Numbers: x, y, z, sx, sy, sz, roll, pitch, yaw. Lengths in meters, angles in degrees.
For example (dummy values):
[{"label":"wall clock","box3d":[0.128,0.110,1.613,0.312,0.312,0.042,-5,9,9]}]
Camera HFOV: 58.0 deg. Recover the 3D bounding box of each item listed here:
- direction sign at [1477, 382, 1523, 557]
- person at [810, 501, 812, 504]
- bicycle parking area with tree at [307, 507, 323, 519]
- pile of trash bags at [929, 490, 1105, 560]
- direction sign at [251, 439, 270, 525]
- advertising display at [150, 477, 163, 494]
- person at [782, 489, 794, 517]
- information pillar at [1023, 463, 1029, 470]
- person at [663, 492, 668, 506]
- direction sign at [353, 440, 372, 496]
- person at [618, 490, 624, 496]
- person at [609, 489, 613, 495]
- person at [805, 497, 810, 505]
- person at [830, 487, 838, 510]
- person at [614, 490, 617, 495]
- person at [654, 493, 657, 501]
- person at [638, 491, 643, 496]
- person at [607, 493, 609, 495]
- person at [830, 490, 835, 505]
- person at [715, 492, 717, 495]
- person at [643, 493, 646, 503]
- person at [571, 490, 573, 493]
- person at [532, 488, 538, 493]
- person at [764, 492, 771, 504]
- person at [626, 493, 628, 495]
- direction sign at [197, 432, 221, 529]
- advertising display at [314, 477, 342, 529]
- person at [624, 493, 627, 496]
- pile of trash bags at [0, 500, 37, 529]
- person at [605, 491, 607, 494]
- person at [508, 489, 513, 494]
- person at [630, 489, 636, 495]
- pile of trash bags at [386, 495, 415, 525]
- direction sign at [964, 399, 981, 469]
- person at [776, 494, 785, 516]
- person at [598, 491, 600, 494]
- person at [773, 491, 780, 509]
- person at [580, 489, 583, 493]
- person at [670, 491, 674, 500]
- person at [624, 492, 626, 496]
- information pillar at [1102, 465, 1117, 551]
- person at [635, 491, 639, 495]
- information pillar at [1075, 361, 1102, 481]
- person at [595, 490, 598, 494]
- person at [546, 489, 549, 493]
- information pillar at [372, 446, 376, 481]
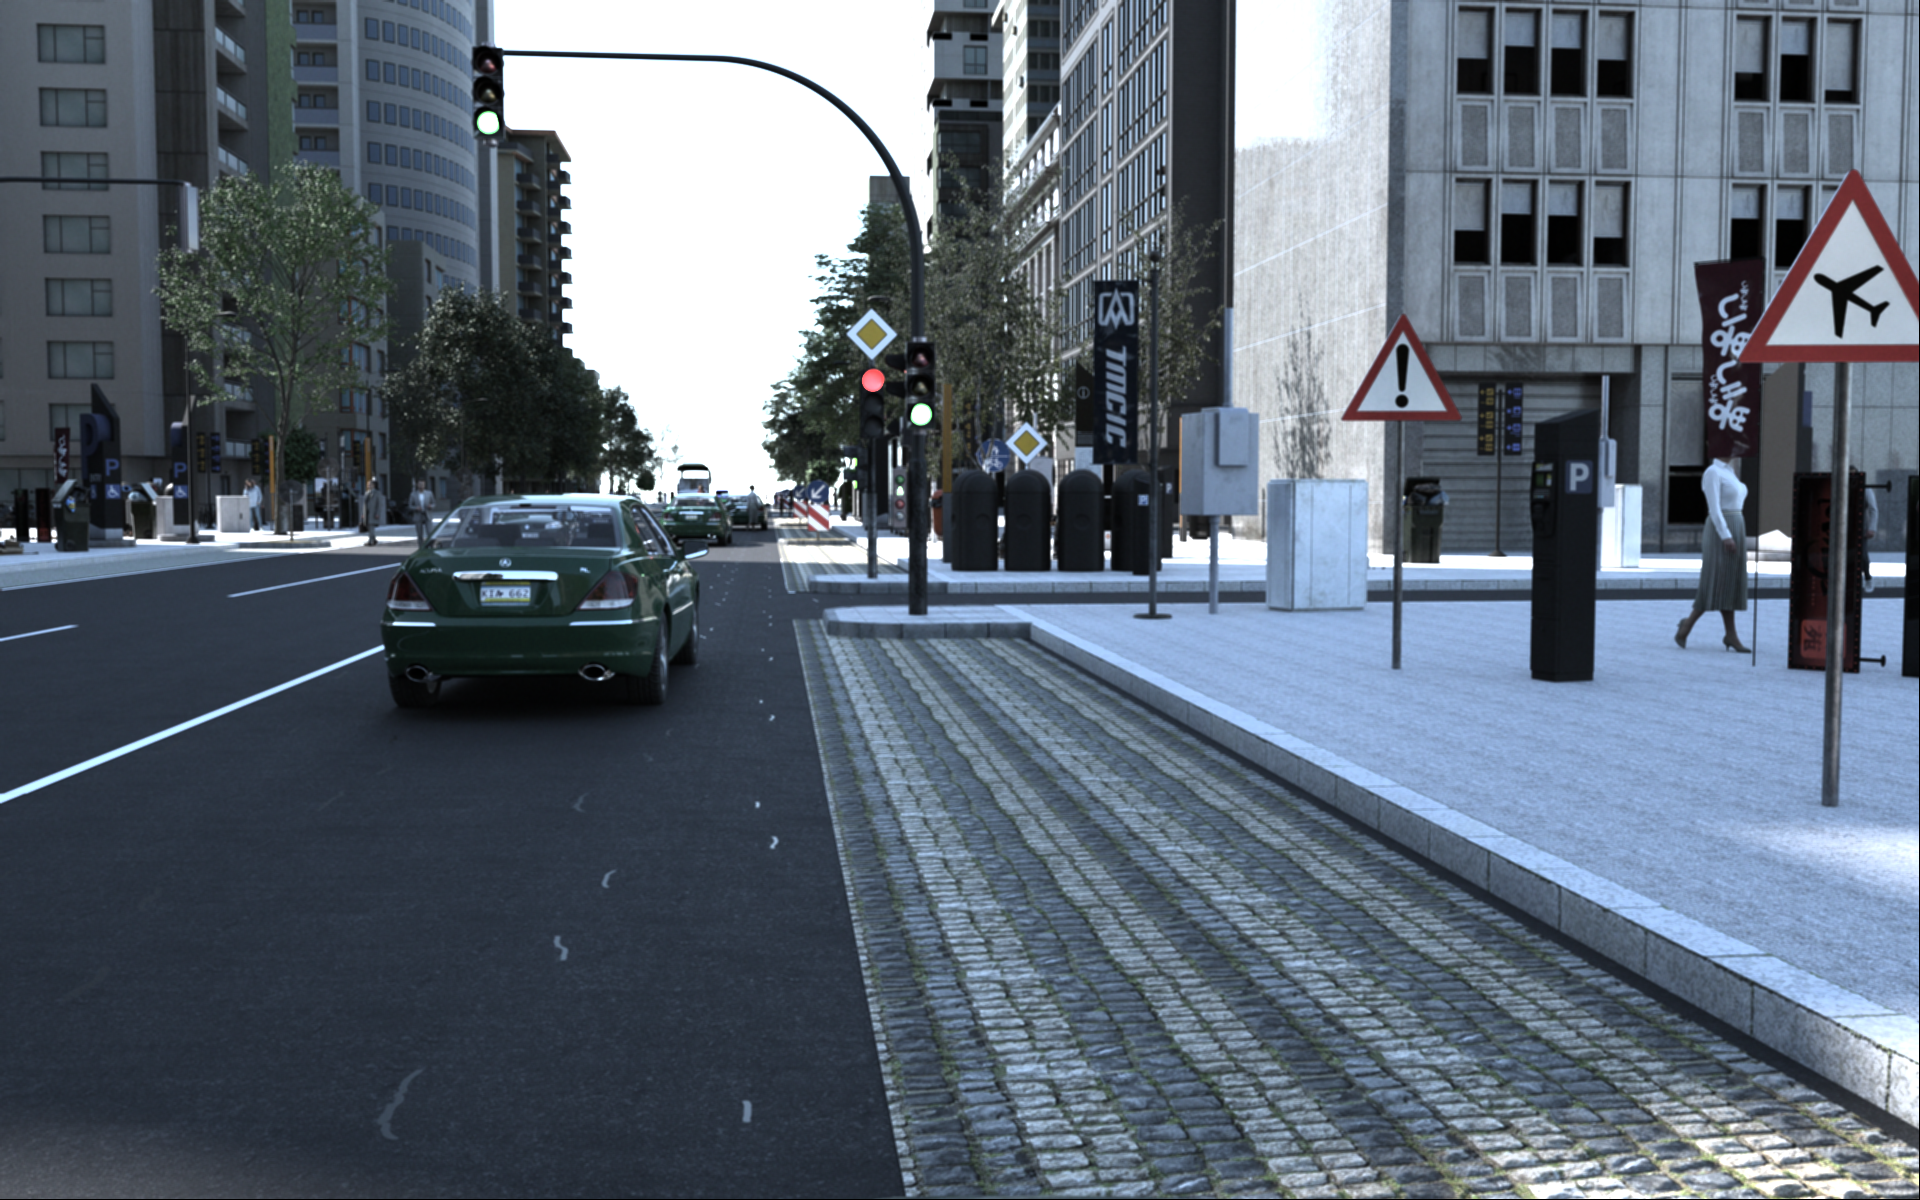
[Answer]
[{"label":"direction sign","box3d":[10.957,-2.643,35.208,0.876,3.537,0.379,0,4,6]},{"label":"person","box3d":[-14.058,-9.355,162.183,0.799,1.438,0.628,-1,4,-17]},{"label":"bicycle parking area with tree","box3d":[-37.006,-6.257,89.308,8.231,4.147,9.016,0,4,7]},{"label":"pile of trash bags","box3d":[1.110,-1.475,33.870,3.447,1.369,1.912,0,4,3]},{"label":"direction sign","box3d":[-28.793,-4.863,71.509,0.876,3.537,0.379,0,4,6]},{"label":"advertising display","box3d":[-30.378,-3.689,65.521,0.123,1.923,0.974,0,4,-4]},{"label":"person","box3d":[-10.667,-6.146,109.715,1.217,1.735,0.721,-1,4,-13]},{"label":"information pillar","box3d":[2.648,-4.687,67.987,0.183,3.616,0.504,3,5,40]},{"label":"person","box3d":[-34.577,-11.870,203.247,0.551,1.740,0.621,0,4,-6]},{"label":"direction sign","box3d":[-25.307,-4.978,73.394,0.379,3.537,0.876,2,4,35]},{"label":"person","box3d":[-29.142,-8.561,148.488,0.705,1.823,1.348,2,4,34]},{"label":"person","box3d":[-28.735,-8.168,141.916,0.599,1.838,0.709,-2,4,-32]},{"label":"person","box3d":[-12.379,-8.151,140.118,0.445,1.727,0.742,-1,4,-8]},{"label":"person","box3d":[-9.901,-8.060,137.826,0.705,1.824,1.348,2,4,29]},{"label":"person","box3d":[-39.729,-11.770,199.307,0.721,1.723,1.217,1,4,16]},{"label":"person","box3d":[-42.095,-14.102,239.835,0.991,1.433,0.599,2,4,31]},{"label":"person","box3d":[-45.583,-14.668,245.850,1.348,1.826,0.705,-3,5,-39]},{"label":"person","box3d":[-42.449,-12.349,209.423,0.593,1.643,0.415,1,4,15]},{"label":"person","box3d":[-14.998,-12.299,207.075,0.705,1.831,1.348,3,5,40]},{"label":"person","box3d":[-29.312,-12.126,207.475,0.721,1.735,1.217,-2,4,-30]},{"label":"person","box3d":[-46.027,-14.888,252.689,0.599,1.433,0.991,-3,4,-37]},{"label":"person","box3d":[-42.663,-11.284,191.051,1.217,1.766,0.721,3,5,44]},{"label":"person","box3d":[-33.752,-8.003,137.608,1.217,1.735,0.721,-1,4,-19]},{"label":"person","box3d":[-25.227,-13.264,226.054,1.217,1.739,0.721,0,4,-7]},{"label":"person","box3d":[-44.001,-13.549,227.571,1.348,1.823,0.705,-3,4,-38]},{"label":"direction sign","box3d":[-27.572,-4.377,63.568,0.876,3.537,0.379,-3,5,-44]},{"label":"advertising display","box3d":[-23.423,-3.609,64.214,0.974,1.923,0.123,-1,4,-12]},{"label":"person","box3d":[-41.520,-12.607,215.356,0.799,1.438,0.628,-2,4,-32]},{"label":"pile of trash bags","box3d":[-36.296,-3.414,65.565,3.447,1.369,1.912,3,5,43]},{"label":"person","box3d":[-51.199,-14.927,250.892,1.217,1.735,0.721,-2,4,-30]},{"label":"person","box3d":[-40.422,-9.136,156.216,0.445,1.727,0.742,2,4,31]},{"label":"person","box3d":[-25.472,-7.749,135.196,0.705,1.824,1.348,3,4,38]},{"label":"pile of trash bags","box3d":[-23.505,-3.891,73.367,1.912,1.369,3.447,0,4,4]},{"label":"direction sign","box3d":[0.290,-3.012,41.245,0.379,3.537,0.876,2,4,26]},{"label":"person","box3d":[-11.831,-6.281,114.455,0.557,1.426,1.065,-3,4,-36]},{"label":"person","box3d":[-49.666,-14.206,239.035,0.721,1.743,1.217,-2,4,-26]},{"label":"person","box3d":[-17.174,-9.327,161.802,0.445,1.727,0.742,2,4,29]},{"label":"person","box3d":[-31.280,-8.331,143.082,1.217,1.723,0.721,1,4,16]},{"label":"person","box3d":[-26.117,-9.083,157.834,0.721,1.723,1.217,-3,4,-36]},{"label":"person","box3d":[-42.253,-12.892,217.546,0.721,1.735,1.217,-1,4,-12]},{"label":"information pillar","box3d":[3.344,-2.101,38.848,0.304,2.012,0.304,1,4,13]},{"label":"person","box3d":[-42.212,-13.406,225.946,1.217,1.735,0.721,-1,4,-21]},{"label":"information pillar","box3d":[2.244,-2.393,30.480,0.504,3.616,0.183,0,4,-4]},{"label":"person","box3d":[-39.792,-11.136,188.831,0.721,1.743,1.217,-2,4,-35]},{"label":"person","box3d":[-36.713,-9.001,154.131,0.530,1.710,0.541,-1,4,-14]},{"label":"information pillar","box3d":[-28.379,-5.662,83.925,0.183,3.616,0.504,-2,4,-25]}]
